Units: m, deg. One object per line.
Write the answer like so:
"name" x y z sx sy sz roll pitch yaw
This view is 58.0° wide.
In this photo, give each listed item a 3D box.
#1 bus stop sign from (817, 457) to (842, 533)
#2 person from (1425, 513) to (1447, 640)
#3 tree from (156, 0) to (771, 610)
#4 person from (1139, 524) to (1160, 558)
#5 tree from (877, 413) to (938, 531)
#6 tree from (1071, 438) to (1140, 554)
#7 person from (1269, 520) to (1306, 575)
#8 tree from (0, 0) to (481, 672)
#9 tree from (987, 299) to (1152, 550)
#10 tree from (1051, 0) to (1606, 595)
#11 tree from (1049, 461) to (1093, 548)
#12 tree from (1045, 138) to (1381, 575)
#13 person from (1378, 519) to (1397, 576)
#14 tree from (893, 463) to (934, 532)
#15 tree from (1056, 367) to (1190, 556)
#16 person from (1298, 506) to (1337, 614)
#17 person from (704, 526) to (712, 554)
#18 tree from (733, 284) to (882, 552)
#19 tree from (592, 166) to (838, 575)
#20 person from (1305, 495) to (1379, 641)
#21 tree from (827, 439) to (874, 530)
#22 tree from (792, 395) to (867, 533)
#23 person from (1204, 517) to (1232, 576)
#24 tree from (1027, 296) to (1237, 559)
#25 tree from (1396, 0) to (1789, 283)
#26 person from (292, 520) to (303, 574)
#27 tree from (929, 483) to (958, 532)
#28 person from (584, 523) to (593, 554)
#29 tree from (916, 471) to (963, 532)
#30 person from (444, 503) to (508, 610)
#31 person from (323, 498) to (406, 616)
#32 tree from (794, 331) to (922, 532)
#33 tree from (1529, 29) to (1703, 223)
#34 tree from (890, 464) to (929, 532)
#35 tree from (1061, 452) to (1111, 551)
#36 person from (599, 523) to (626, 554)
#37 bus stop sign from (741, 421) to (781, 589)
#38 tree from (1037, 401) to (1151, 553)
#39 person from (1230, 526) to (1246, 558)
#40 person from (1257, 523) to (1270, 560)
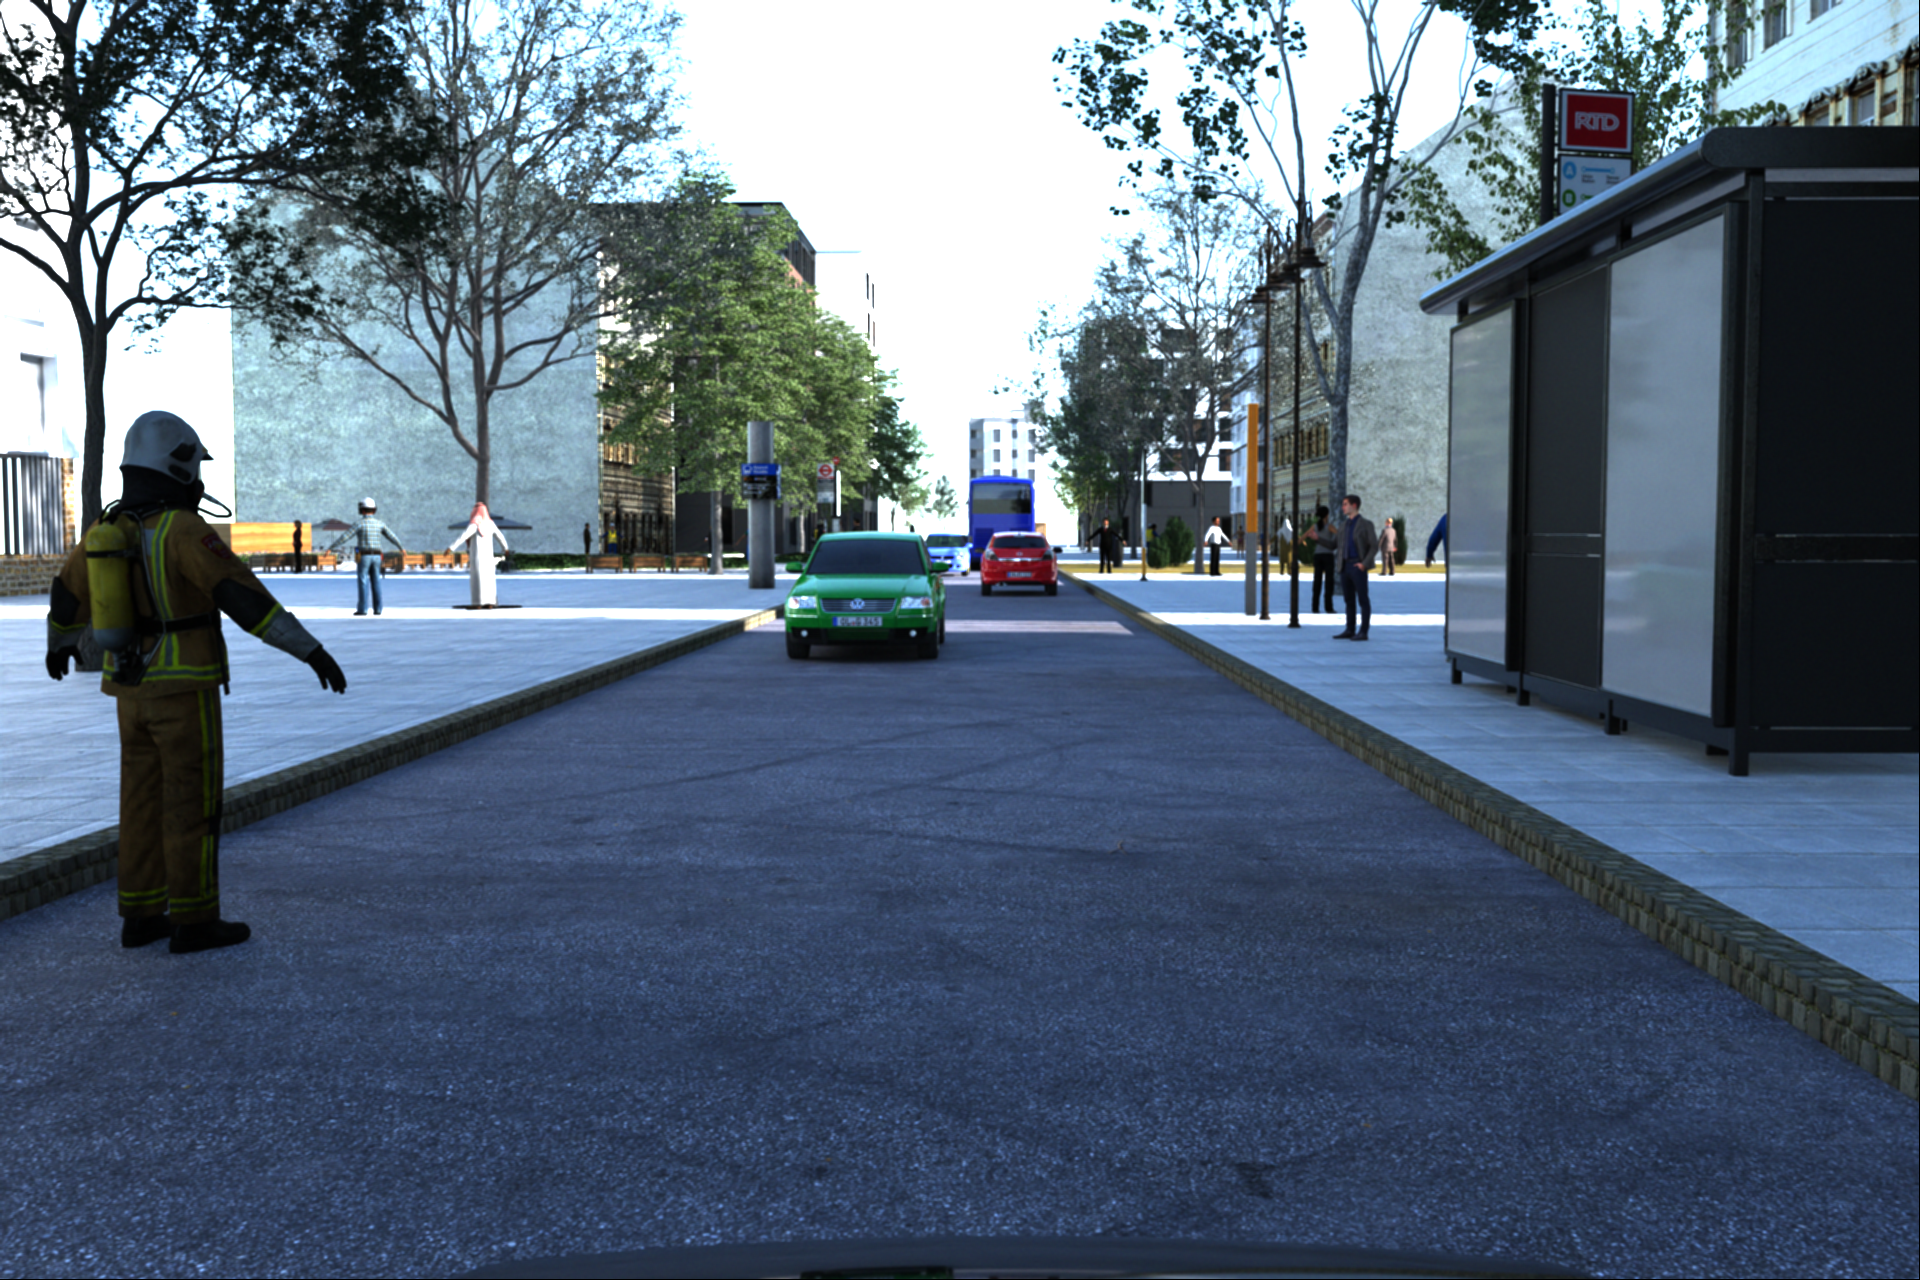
"bus stop sign" -4.499 -4.354 59.896 0.855 3.939 0.416 0 4 1
"person" 5.489 -0.796 18.902 0.705 1.842 1.347 -2 4 -25
"tree" -8.286 -7.281 29.414 12.009 13.543 11.850 0 3 0
"person" 10.012 -5.213 91.205 1.349 1.833 0.705 2 4 32
"tree" -5.736 -13.651 148.944 9.928 11.665 9.643 0 3 0
"tree" 9.364 -9.931 112.732 4.737 8.622 4.395 0 3 0
"person" 10.239 -2.901 54.204 1.217 1.736 0.721 2 4 32
"tree" -7.923 -5.002 16.192 8.767 10.594 7.601 3 5 40
"tree" 8.995 -17.396 140.308 12.611 20.169 13.585 0 3 0
"tree" 7.989 -11.092 37.239 12.611 20.169 13.585 0 3 0
"tree" 10.296 -12.952 162.134 4.737 8.622 4.395 0 3 0
"tree" 7.545 -8.831 54.760 12.009 13.543 11.850 0 3 0
"person" 13.132 -2.861 53.379 0.990 1.755 0.434 -3 4 -37
"tree" -5.061 -12.712 158.200 4.360 8.622 3.978 0 3 0
"tree" 9.584 -10.773 101.892 9.928 11.665 9.643 0 3 0
"person" 5.912 -1.296 27.997 1.217 1.737 0.721 3 4 36
"person" -12.142 -4.749 84.373 0.721 1.740 1.216 1 4 17
"tree" -7.120 -9.862 79.377 7.486 12.596 7.792 0 3 0
"tree" -7.750 -8.343 54.532 7.486 12.596 7.792 0 3 0
"person" 4.623 -0.881 20.982 0.750 1.759 0.617 -1 4 -16
"tree" -6.769 -9.384 103.796 4.737 8.622 4.395 0 3 0
"tree" -7.208 -8.517 89.611 4.360 8.622 3.978 0 3 0
"person" 7.823 -2.860 52.914 0.704 1.810 1.344 3 5 45
"tree" 8.911 -10.890 88.429 12.009 13.543 11.850 0 3 0
"tree" 7.761 -4.320 20.992 4.737 8.622 4.395 0 3 0
"person" -21.614 -3.029 56.328 0.721 1.729 1.215 -1 4 -19
"tree" -1.874 -18.192 247.808 4.360 8.622 3.978 0 3 0
"person" -18.036 -4.762 83.990 0.704 1.812 1.346 -1 4 -21
"tree" -2.936 -19.580 254.536 7.601 10.594 8.767 0 4 2
"person" -8.132 -1.417 29.322 0.704 1.811 1.347 2 4 34
"person" -9.356 -1.316 27.354 1.345 1.849 0.704 -3 5 -43
"tree" -5.997 -10.911 96.526 7.486 12.596 7.792 0 3 0
"tree" 26.804 -12.914 67.026 12.611 20.169 13.585 0 3 0
"tree" -5.057 -12.993 162.804 4.737 8.622 4.395 0 3 0
"tree" 9.240 -10.934 129.136 4.737 8.622 4.395 0 3 0
"person" -15.691 -4.390 78.240 1.216 1.772 0.721 -1 4 -20
"bus stop sign" -4.667 -3.159 40.672 0.837 3.901 0.837 0 4 0
"tree" 9.244 -11.932 120.837 9.928 11.665 9.643 0 3 0
"person" 14.909 -5.203 91.873 1.217 1.733 0.721 2 4 26
"person" 14.994 -4.872 85.519 0.705 1.847 1.347 -1 4 -22
